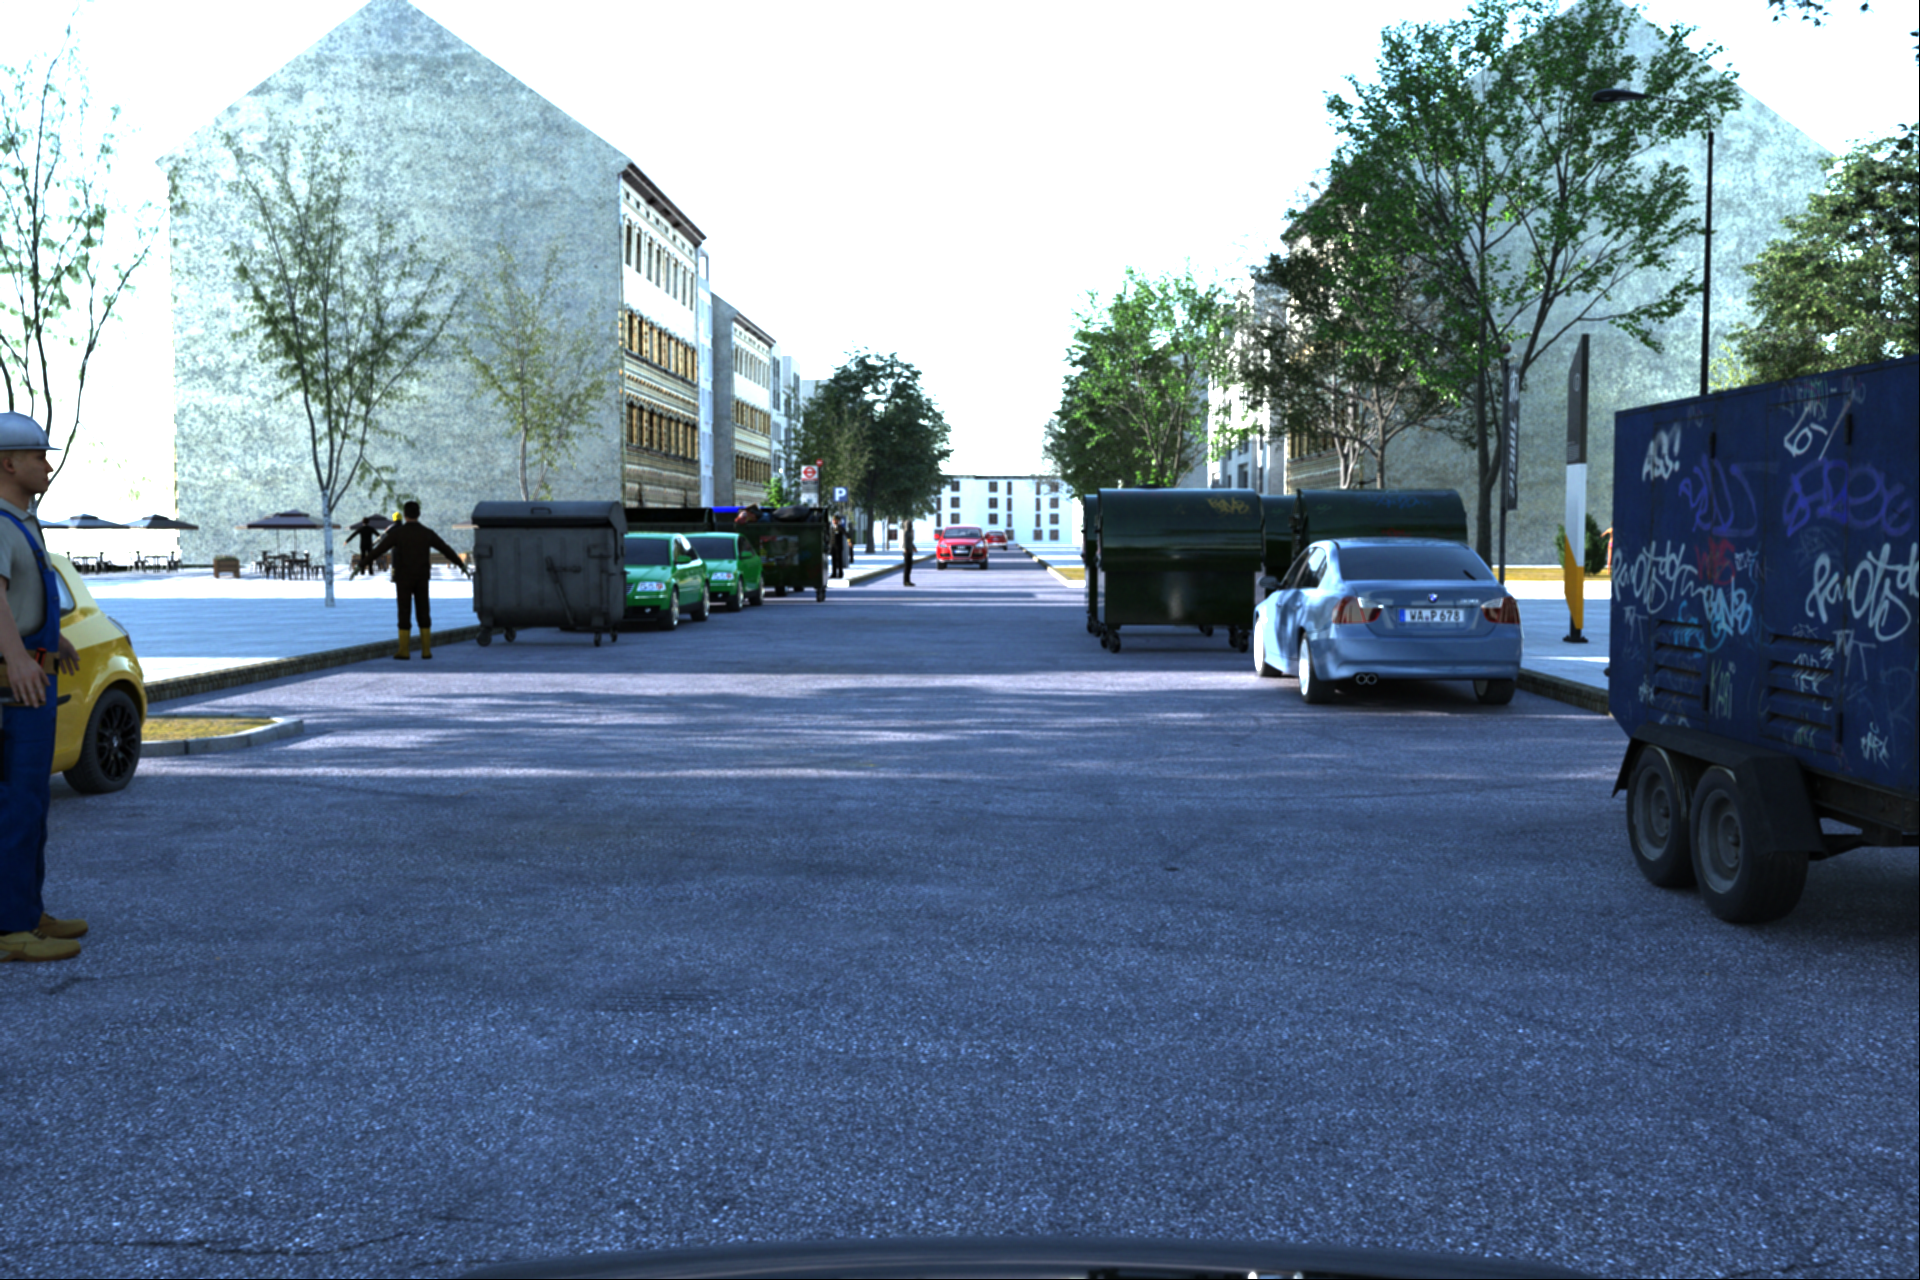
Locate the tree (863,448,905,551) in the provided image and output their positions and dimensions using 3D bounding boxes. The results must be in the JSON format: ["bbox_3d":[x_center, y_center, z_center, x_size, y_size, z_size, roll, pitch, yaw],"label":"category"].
[{"bbox_3d":[-5.853,-11.081,131.543,4.360,8.622,3.978,0,3,0],"label":"tree"}]

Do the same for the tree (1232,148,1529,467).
[{"bbox_3d":[10.146,-6.601,42.334,7.601,10.594,8.767,1,4,13],"label":"tree"}]

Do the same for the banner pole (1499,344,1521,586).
[{"bbox_3d":[7.171,-1.995,22.644,0.401,3.779,0.863,0,4,2],"label":"banner pole"}]

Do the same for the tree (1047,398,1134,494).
[{"bbox_3d":[9.327,-11.553,114.646,9.928,11.665,9.643,0,3,0],"label":"tree"}]

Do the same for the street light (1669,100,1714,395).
[{"bbox_3d":[8.374,-2.792,18.198,1.470,5.913,1.316,0,4,1],"label":"street light"}]

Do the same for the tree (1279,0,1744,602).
[{"bbox_3d":[10.084,-6.529,32.506,9.928,11.665,9.643,0,3,0],"label":"tree"}]

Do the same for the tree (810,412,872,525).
[{"bbox_3d":[-6.667,-9.319,102.732,4.360,8.622,3.978,0,3,0],"label":"tree"}]

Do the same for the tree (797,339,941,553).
[{"bbox_3d":[-5.865,-12.725,114.716,9.857,13.997,8.962,0,3,0],"label":"tree"}]

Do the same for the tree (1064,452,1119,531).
[{"bbox_3d":[9.729,-10.585,123.420,4.737,8.622,4.395,0,3,0],"label":"tree"}]

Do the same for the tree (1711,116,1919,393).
[{"bbox_3d":[27.864,-8.913,52.389,9.857,13.997,8.962,0,3,0],"label":"tree"}]

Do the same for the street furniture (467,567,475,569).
[{"bbox_3d":[-12.524,-3.041,56.576,9.812,1.723,11.010,1,4,15],"label":"street furniture"}]

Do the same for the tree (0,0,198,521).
[{"bbox_3d":[-11.505,-4.347,21.435,4.360,8.622,3.978,0,3,0],"label":"tree"}]

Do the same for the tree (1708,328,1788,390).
[{"bbox_3d":[28.820,-6.882,62.878,4.737,8.622,4.395,0,3,0],"label":"tree"}]

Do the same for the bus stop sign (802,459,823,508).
[{"bbox_3d":[-5.205,-4.462,61.654,0.855,3.939,0.416,0,4,3],"label":"bus stop sign"}]

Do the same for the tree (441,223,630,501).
[{"bbox_3d":[-10.755,-5.605,41.999,4.360,8.622,3.978,0,3,0],"label":"tree"}]

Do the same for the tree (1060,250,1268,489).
[{"bbox_3d":[7.800,-8.509,64.885,9.928,11.665,9.643,0,3,0],"label":"tree"}]

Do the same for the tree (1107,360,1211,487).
[{"bbox_3d":[7.802,-7.503,73.029,4.360,8.622,3.978,0,3,0],"label":"tree"}]

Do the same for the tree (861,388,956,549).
[{"bbox_3d":[-5.042,-14.931,150.771,9.857,13.997,8.962,0,3,0],"label":"tree"}]

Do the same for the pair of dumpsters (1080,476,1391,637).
[{"bbox_3d":[3.930,-1.202,24.603,4.436,2.255,1.574,0,4,1],"label":"pair of dumpsters"}]

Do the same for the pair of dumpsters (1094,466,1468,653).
[{"bbox_3d":[3.863,-1.001,21.311,4.436,2.255,1.574,0,4,0],"label":"pair of dumpsters"}]

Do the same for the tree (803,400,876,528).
[{"bbox_3d":[-5.997,-8.811,94.421,4.360,8.622,3.978,0,3,0],"label":"tree"}]

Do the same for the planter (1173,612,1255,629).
[{"bbox_3d":[4.328,-0.368,27.163,1.991,0.319,1.994,0,4,2],"label":"planter"}]

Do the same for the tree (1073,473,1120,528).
[{"bbox_3d":[10.228,-11.219,133.794,4.737,8.622,4.395,0,3,0],"label":"tree"}]

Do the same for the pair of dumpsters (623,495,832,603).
[{"bbox_3d":[-4.962,-1.935,36.594,4.436,2.255,1.574,0,4,2],"label":"pair of dumpsters"}]

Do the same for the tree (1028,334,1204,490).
[{"bbox_3d":[9.241,-11.696,101.604,12.009,13.543,11.850,0,3,0],"label":"tree"}]

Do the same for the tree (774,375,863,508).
[{"bbox_3d":[-6.836,-8.004,81.224,4.737,8.622,4.395,0,3,0],"label":"tree"}]

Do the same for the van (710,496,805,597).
[{"bbox_3d":[-4.857,-2.263,41.385,2.240,2.365,5.245,0,4,1],"label":"van"}]

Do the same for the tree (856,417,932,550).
[{"bbox_3d":[-5.941,-12.487,138.567,8.767,10.594,7.601,1,4,15],"label":"tree"}]

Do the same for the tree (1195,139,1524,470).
[{"bbox_3d":[11.941,-8.735,53.180,12.009,13.543,11.850,0,3,0],"label":"tree"}]

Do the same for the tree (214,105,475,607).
[{"bbox_3d":[-11.287,-4.901,30.497,4.360,8.622,3.978,0,3,0],"label":"tree"}]

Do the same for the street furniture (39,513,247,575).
[{"bbox_3d":[-32.191,-2.914,52.666,14.083,1.986,27.439,0,4,-3],"label":"street furniture"}]

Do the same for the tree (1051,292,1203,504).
[{"bbox_3d":[7.760,-9.974,81.208,7.486,12.596,7.792,0,3,0],"label":"tree"}]

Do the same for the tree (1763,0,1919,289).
[{"bbox_3d":[10.067,-4.766,12.332,8.767,10.594,7.601,0,4,-3],"label":"tree"}]

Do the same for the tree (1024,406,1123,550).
[{"bbox_3d":[10.384,-14.292,144.038,12.009,13.543,11.850,0,3,0],"label":"tree"}]
